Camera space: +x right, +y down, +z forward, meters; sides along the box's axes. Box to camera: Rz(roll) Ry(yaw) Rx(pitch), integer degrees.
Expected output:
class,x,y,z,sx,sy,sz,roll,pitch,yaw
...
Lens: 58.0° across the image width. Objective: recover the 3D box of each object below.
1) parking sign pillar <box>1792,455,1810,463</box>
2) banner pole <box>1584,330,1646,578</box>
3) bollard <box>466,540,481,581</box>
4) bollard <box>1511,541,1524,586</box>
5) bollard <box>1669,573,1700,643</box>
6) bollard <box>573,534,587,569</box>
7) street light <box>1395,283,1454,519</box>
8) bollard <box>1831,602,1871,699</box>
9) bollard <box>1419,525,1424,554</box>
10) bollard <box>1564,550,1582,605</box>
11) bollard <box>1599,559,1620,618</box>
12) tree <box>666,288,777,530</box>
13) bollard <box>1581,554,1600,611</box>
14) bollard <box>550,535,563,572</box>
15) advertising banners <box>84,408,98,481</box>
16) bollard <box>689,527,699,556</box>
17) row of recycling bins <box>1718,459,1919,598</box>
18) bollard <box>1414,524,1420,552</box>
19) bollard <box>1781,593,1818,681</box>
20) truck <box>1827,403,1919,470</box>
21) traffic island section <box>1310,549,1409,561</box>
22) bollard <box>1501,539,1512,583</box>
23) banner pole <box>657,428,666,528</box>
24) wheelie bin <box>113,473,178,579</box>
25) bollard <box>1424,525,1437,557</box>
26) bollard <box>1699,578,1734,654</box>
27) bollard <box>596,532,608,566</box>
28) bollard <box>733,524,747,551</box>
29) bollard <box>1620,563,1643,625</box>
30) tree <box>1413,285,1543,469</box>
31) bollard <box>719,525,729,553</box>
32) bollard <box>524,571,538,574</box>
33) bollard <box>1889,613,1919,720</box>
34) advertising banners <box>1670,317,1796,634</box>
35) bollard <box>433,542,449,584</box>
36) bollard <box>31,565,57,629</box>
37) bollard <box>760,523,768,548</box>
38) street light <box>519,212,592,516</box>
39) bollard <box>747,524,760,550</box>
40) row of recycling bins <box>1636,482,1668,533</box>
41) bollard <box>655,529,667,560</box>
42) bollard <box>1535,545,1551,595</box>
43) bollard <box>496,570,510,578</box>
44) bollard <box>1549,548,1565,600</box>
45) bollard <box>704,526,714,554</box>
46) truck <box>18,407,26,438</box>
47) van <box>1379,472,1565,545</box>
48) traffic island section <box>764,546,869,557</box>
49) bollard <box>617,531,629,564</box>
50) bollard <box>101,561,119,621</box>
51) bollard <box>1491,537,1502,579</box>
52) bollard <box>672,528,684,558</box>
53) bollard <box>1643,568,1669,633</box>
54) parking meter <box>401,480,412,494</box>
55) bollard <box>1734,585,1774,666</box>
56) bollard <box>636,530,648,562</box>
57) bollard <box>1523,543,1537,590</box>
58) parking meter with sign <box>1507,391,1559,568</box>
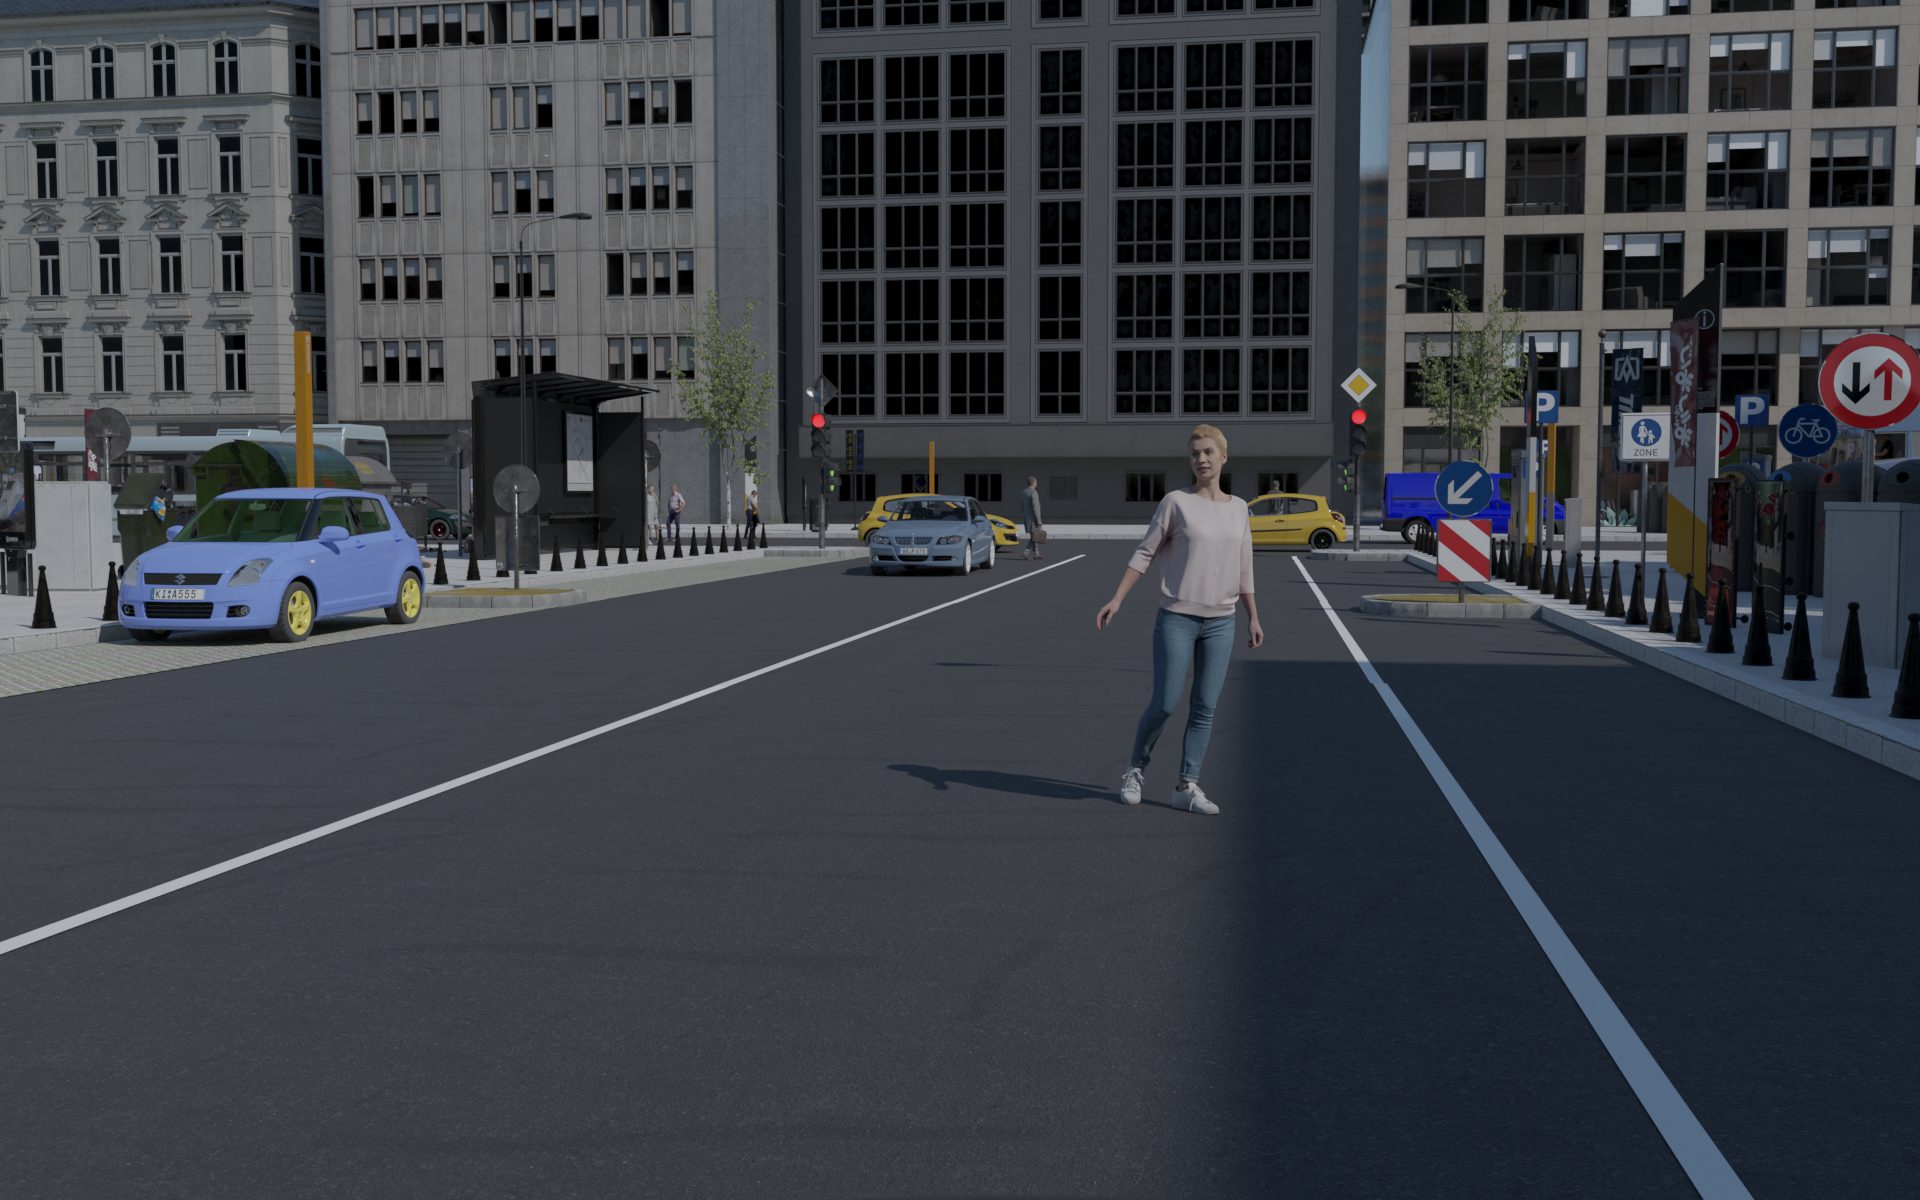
class,x,y,z,sx,sy,sz,roll,pitch,yaw
parking sign pillar,26.019,-3.982,53.576,1.447,3.967,1.447,2,4,30
banner pole,9.957,-2.221,26.335,0.863,3.779,0.401,3,5,41
bollard,-7.220,-0.590,25.683,0.229,0.601,0.229,0,3,0
bollard,7.863,-0.496,24.155,0.229,0.601,0.229,0,3,0
bollard,6.325,0.062,15.021,0.229,0.601,0.229,0,3,0
bollard,-6.534,-0.839,29.762,0.229,0.601,0.229,0,3,0
street light,10.275,-4.017,38.227,1.470,5.913,1.316,1,4,10
bollard,5.641,0.312,10.948,0.229,0.601,0.229,0,3,0
bollard,10.095,-1.306,37.392,0.229,0.601,0.229,0,3,0
bollard,7.183,-0.248,20.097,0.229,0.601,0.229,0,3,0
bollard,6.838,-0.124,18.064,0.229,0.601,0.229,0,3,0
tree,-8.285,-6.803,61.594,4.737,8.622,4.395,0,3,0
bollard,7.011,-0.186,19.078,0.229,0.601,0.229,0,3,0
bollard,-6.701,-0.777,28.749,0.229,0.601,0.229,0,3,0
advertising banners,-17.874,-2.366,34.879,0.090,3.025,2.074,0,4,4
bollard,-5.509,-1.212,35.851,0.229,0.601,0.229,0,3,0
row of recycling bins,10.868,-0.900,21.835,1.069,1.692,3.534,-1,4,-21
bollard,10.264,-1.368,38.404,0.229,0.601,0.229,0,3,0
bollard,5.811,0.249,11.975,0.229,0.601,0.229,0,3,0
truck,30.964,-3.240,42.725,18.799,4.110,2.967,1,4,11
traffic island section,8.861,-1.000,38.635,2.009,0.180,2.903,1,4,10
bollard,8.036,-0.558,25.172,0.229,0.601,0.229,0,3,0
banner pole,-11.352,-4.607,65.349,0.401,3.779,0.863,0,4,-5
wheelie bin,-12.209,-1.106,25.984,0.980,1.594,0.693,1,4,18
bollard,9.923,-1.244,36.380,0.229,0.601,0.229,0,3,0
bollard,6.155,0.125,13.999,0.229,0.601,0.229,0,3,0
bollard,-6.362,-0.901,30.774,0.229,0.601,0.229,0,3,0
bollard,-4.994,-1.398,38.902,0.229,0.601,0.229,0,3,0
bollard,6.670,-0.062,17.050,0.229,0.601,0.229,0,3,0
tree,17.996,-6.730,60.391,4.737,8.622,4.395,0,3,0
bollard,-5.169,-1.335,37.876,0.229,0.601,0.229,0,3,0
bollard,-6.879,-0.714,27.723,0.229,0.601,0.229,0,3,0
bollard,5.468,0.373,9.936,0.229,0.601,0.229,0,3,0
advertising banners,7.369,-1.252,16.663,0.090,3.025,2.074,-1,4,-8
bollard,-7.397,-0.527,24.660,0.229,0.601,0.229,0,3,0
bollard,-8.763,-0.031,16.550,0.229,0.601,0.229,0,3,0
bollard,-4.649,-1.524,40.961,0.229,0.601,0.229,0,3,0
street light,-6.741,-3.438,28.756,1.470,5.913,1.316,1,4,10
bollard,-4.818,-1.461,39.932,0.229,0.601,0.229,0,3,0
row of recycling bins,23.429,-3.048,56.952,1.069,1.692,3.534,-1,4,-9
bollard,-5.850,-1.088,33.826,0.229,0.601,0.229,0,3,0
bollard,7.522,-0.372,22.122,0.229,0.601,0.229,0,3,0
bollard,-7.053,-0.652,26.696,0.229,0.601,0.229,0,3,0
bollard,7.352,-0.310,21.109,0.229,0.601,0.229,0,3,0
bollard,-5.338,-1.274,36.864,0.229,0.601,0.229,0,3,0
truck,-35.886,-4.096,55.880,11.283,4.237,2.839,1,4,10
van,14.799,-2.783,49.888,5.245,2.365,2.240,1,4,11
traffic island section,-3.259,-1.125,40.674,2.009,0.180,2.903,1,4,10
bollard,-6.193,-0.963,31.787,0.229,0.601,0.229,0,3,0
bollard,-8.590,-0.093,17.562,0.229,0.601,0.229,0,3,0
bollard,8.208,-0.621,26.198,0.229,0.601,0.229,0,3,0
bollard,-5.677,-1.150,34.838,0.229,0.601,0.229,0,3,0
bollard,6.498,0.001,16.033,0.229,0.601,0.229,0,3,0
parking meter,-23.344,-4.121,73.093,0.399,1.863,0.255,1,4,10
bollard,5.987,0.187,12.986,0.229,0.601,0.229,0,3,0
bollard,-6.020,-1.025,32.799,0.229,0.601,0.229,0,3,0
bollard,7.695,-0.434,23.143,0.229,0.601,0.229,0,3,0
parking meter with sign,9.892,-2.071,30.122,0.543,3.016,1.738,0,4,5
